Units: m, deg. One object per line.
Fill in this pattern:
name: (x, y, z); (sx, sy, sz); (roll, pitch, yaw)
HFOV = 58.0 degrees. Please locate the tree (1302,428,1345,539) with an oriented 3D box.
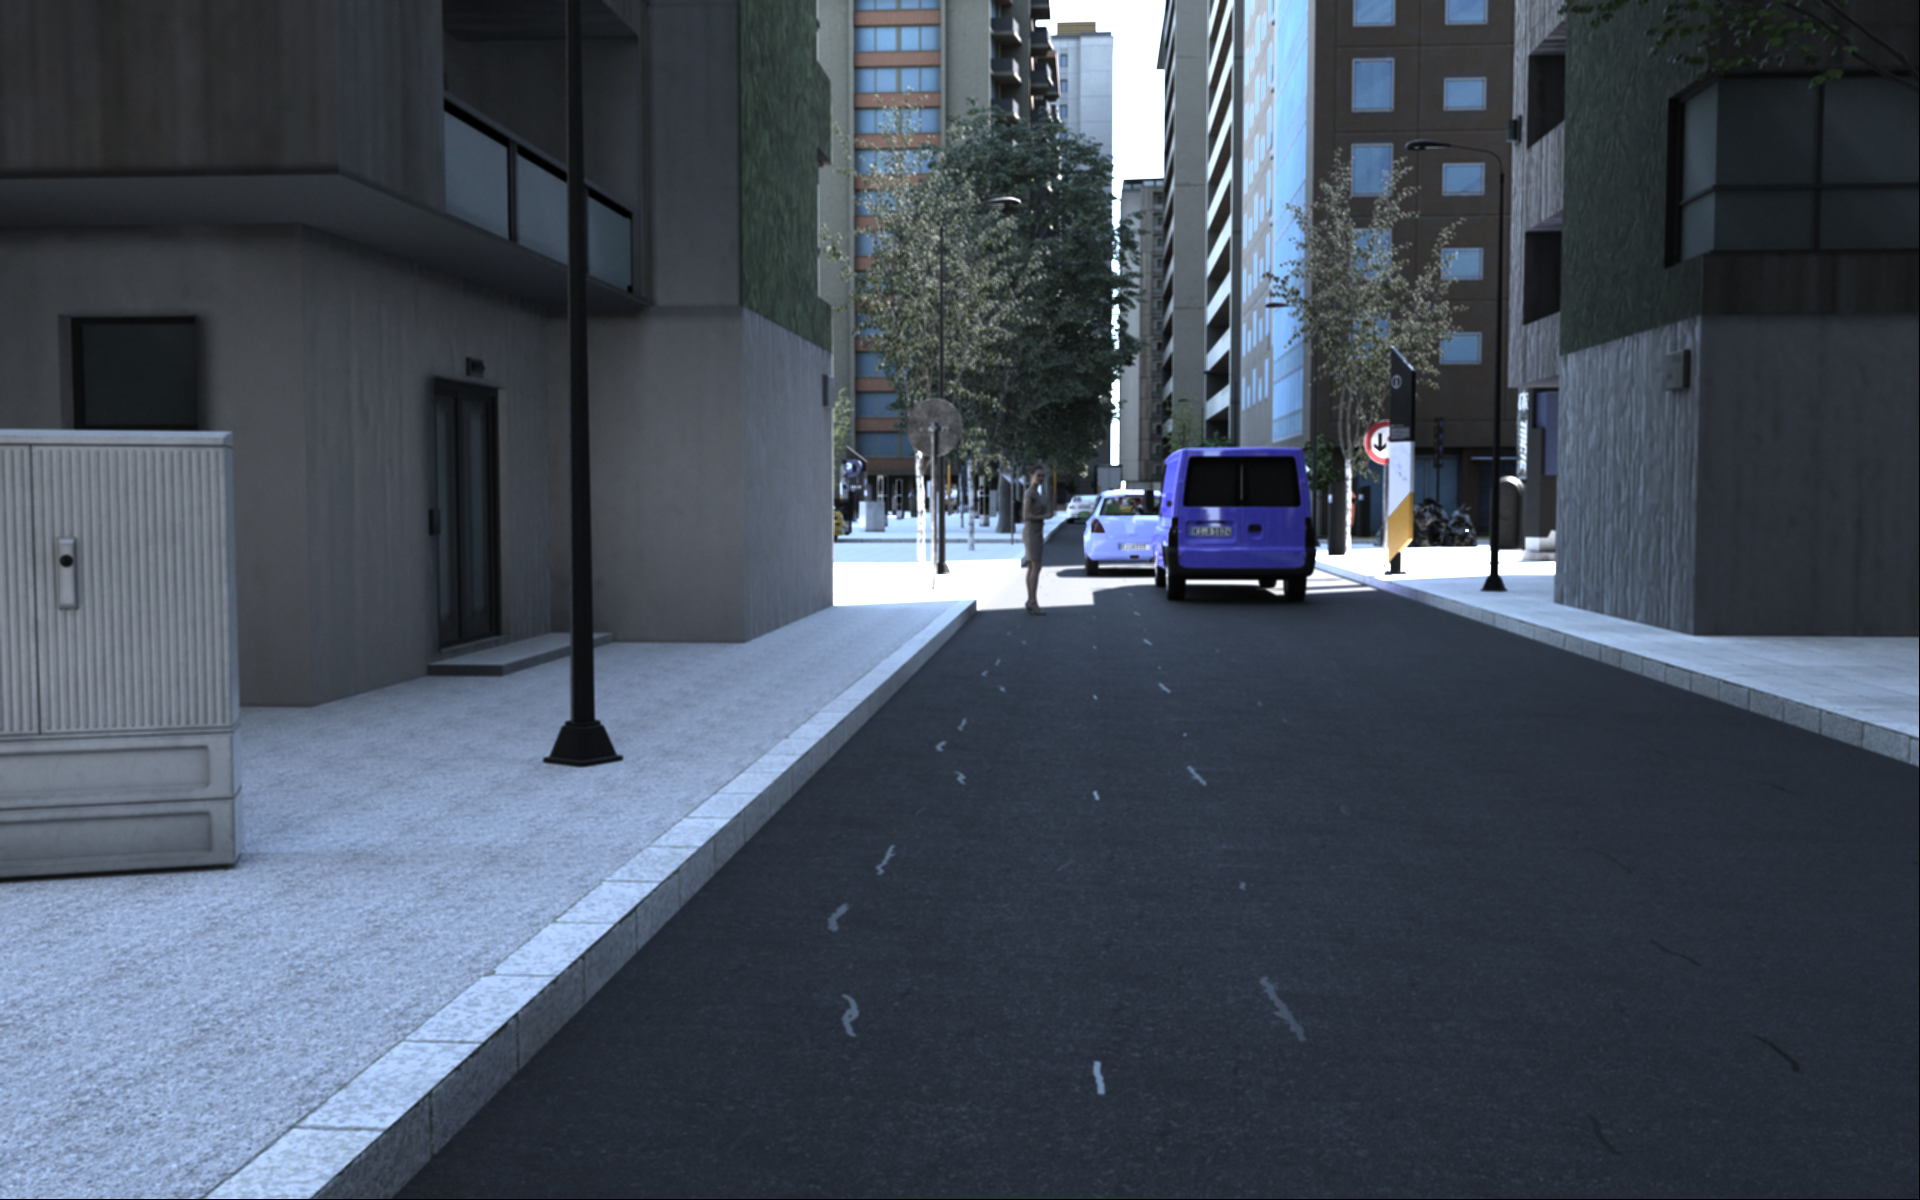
tree: (10.487, -3.390, 50.025); (1.663, 3.219, 1.824); (0, 3, 0)

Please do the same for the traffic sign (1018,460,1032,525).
traffic sign: (1.924, -2.912, 51.252); (0.795, 2.450, 0.064); (0, 4, 4)

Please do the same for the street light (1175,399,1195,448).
street light: (11.303, -6.861, 84.724); (1.470, 5.913, 1.316); (0, 4, 4)

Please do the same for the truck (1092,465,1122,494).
truck: (14.432, -11.061, 169.766); (2.839, 4.237, 11.283); (0, 4, 3)

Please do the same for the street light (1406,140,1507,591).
street light: (6.547, -3.077, 22.854); (1.470, 5.913, 1.316); (0, 4, 4)

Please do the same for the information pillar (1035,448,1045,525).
information pillar: (3.310, -4.937, 72.079); (0.183, 3.616, 0.504); (-3, 4, -38)

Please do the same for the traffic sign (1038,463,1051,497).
traffic sign: (3.322, -4.314, 70.643); (0.768, 2.556, 0.104); (1, 4, 9)

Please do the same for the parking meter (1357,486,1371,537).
parking meter: (12.054, -2.648, 51.700); (0.372, 1.533, 0.369); (0, 3, 0)

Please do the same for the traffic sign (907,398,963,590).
traffic sign: (-0.349, -1.407, 23.106); (0.768, 2.556, 0.104); (1, 4, 13)

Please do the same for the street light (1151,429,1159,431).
street light: (14.400, -9.292, 124.459); (1.470, 5.913, 1.316); (0, 4, 4)

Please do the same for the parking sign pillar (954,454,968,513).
parking sign pillar: (0.304, -7.936, 118.231); (1.447, 3.967, 1.447); (2, 4, 26)

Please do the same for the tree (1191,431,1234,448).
tree: (12.914, -6.348, 87.503); (4.285, 4.588, 4.351); (0, 3, 0)

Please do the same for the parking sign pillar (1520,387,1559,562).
parking sign pillar: (11.549, -2.739, 33.257); (1.447, 3.967, 1.447); (-1, 4, -21)

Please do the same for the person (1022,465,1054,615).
person: (0.928, -0.731, 20.786); (0.374, 1.781, 0.599); (1, 4, 15)

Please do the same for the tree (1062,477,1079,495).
tree: (12.585, -12.239, 194.710); (1.663, 3.219, 1.824); (0, 3, 0)

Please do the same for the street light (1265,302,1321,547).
street light: (8.094, -4.254, 42.100); (1.470, 5.913, 1.316); (0, 4, 4)

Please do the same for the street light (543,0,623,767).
street light: (-1.271, -2.174, 8.094); (1.470, 5.913, 1.316); (0, 4, 4)

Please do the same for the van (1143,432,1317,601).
van: (3.835, -1.262, 25.016); (2.240, 2.365, 5.245); (0, 4, 4)

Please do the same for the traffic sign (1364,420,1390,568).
traffic sign: (7.346, -1.821, 29.875); (0.768, 2.556, 0.104); (1, 4, 9)

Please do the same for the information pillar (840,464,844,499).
information pillar: (-8.332, -8.079, 123.439); (0.504, 3.616, 0.183); (3, 5, 44)

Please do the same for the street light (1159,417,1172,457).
street light: (12.910, -8.044, 104.065); (1.470, 5.913, 1.316); (0, 4, 4)

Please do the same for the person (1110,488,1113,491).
person: (9.204, -5.897, 105.191); (0.678, 1.792, 0.850); (1, 4, 18)

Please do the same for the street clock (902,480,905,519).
street clock: (-2.986, -5.209, 89.733); (0.358, 2.002, 0.471); (0, 4, 3)

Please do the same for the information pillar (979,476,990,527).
information pillar: (0.965, -3.921, 68.602); (0.304, 2.012, 0.304); (-3, 5, -44)

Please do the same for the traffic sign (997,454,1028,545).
traffic sign: (1.311, -2.425, 43.290); (0.795, 2.450, 0.064); (0, 4, 4)

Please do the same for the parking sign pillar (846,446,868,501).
parking sign pillar: (-5.845, -6.639, 97.021); (1.447, 3.967, 1.447); (2, 4, 27)

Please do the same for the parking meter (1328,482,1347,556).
parking meter: (7.888, -1.701, 36.223); (0.372, 1.533, 0.369); (0, 3, 0)

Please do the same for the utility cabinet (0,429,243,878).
utility cabinet: (-3.071, 0.175, 5.816); (1.173, 1.500, 0.318); (-1, 4, -18)

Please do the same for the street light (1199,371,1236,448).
street light: (9.809, -5.668, 65.207); (1.470, 5.913, 1.316); (0, 4, 4)

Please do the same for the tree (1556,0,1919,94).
tree: (7.039, -5.162, 10.152); (9.928, 11.665, 9.643); (0, 3, 0)

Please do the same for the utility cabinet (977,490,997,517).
utility cabinet: (1.480, -5.295, 95.252); (1.173, 1.500, 0.318); (-3, 5, -41)

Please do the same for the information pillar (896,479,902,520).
information pillar: (-3.038, -5.020, 86.561); (0.304, 2.012, 0.304); (0, 4, -3)

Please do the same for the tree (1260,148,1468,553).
tree: (8.736, -5.344, 37.735); (4.360, 8.622, 3.978); (0, 3, 0)

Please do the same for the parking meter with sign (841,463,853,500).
parking meter with sign: (-6.266, -6.038, 94.989); (0.543, 3.016, 1.738); (0, 4, 6)

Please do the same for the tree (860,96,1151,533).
tree: (1.620, -9.192, 56.952); (9.857, 13.997, 8.962); (0, 3, 0)

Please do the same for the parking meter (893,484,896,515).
parking meter: (-3.791, -5.977, 103.436); (0.399, 1.863, 0.255); (-1, 4, -15)

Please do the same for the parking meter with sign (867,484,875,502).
parking meter with sign: (-6.781, -7.998, 127.031); (0.543, 3.016, 1.738); (2, 4, 25)

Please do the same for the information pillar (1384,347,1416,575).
information pillar: (6.990, -2.208, 27.452); (0.183, 3.616, 0.504); (-2, 4, -30)

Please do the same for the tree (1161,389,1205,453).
tree: (15.798, -10.387, 120.185); (4.737, 8.622, 4.395); (0, 3, 0)

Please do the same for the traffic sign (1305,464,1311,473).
traffic sign: (8.234, -2.391, 42.739); (0.795, 2.450, 0.064); (0, 4, 4)

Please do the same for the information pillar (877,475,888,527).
information pillar: (-3.050, -3.908, 68.391); (0.304, 2.012, 0.304); (3, 5, 39)

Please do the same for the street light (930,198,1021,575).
street light: (0.250, -3.352, 27.342); (1.470, 5.913, 1.316); (0, 4, 4)
